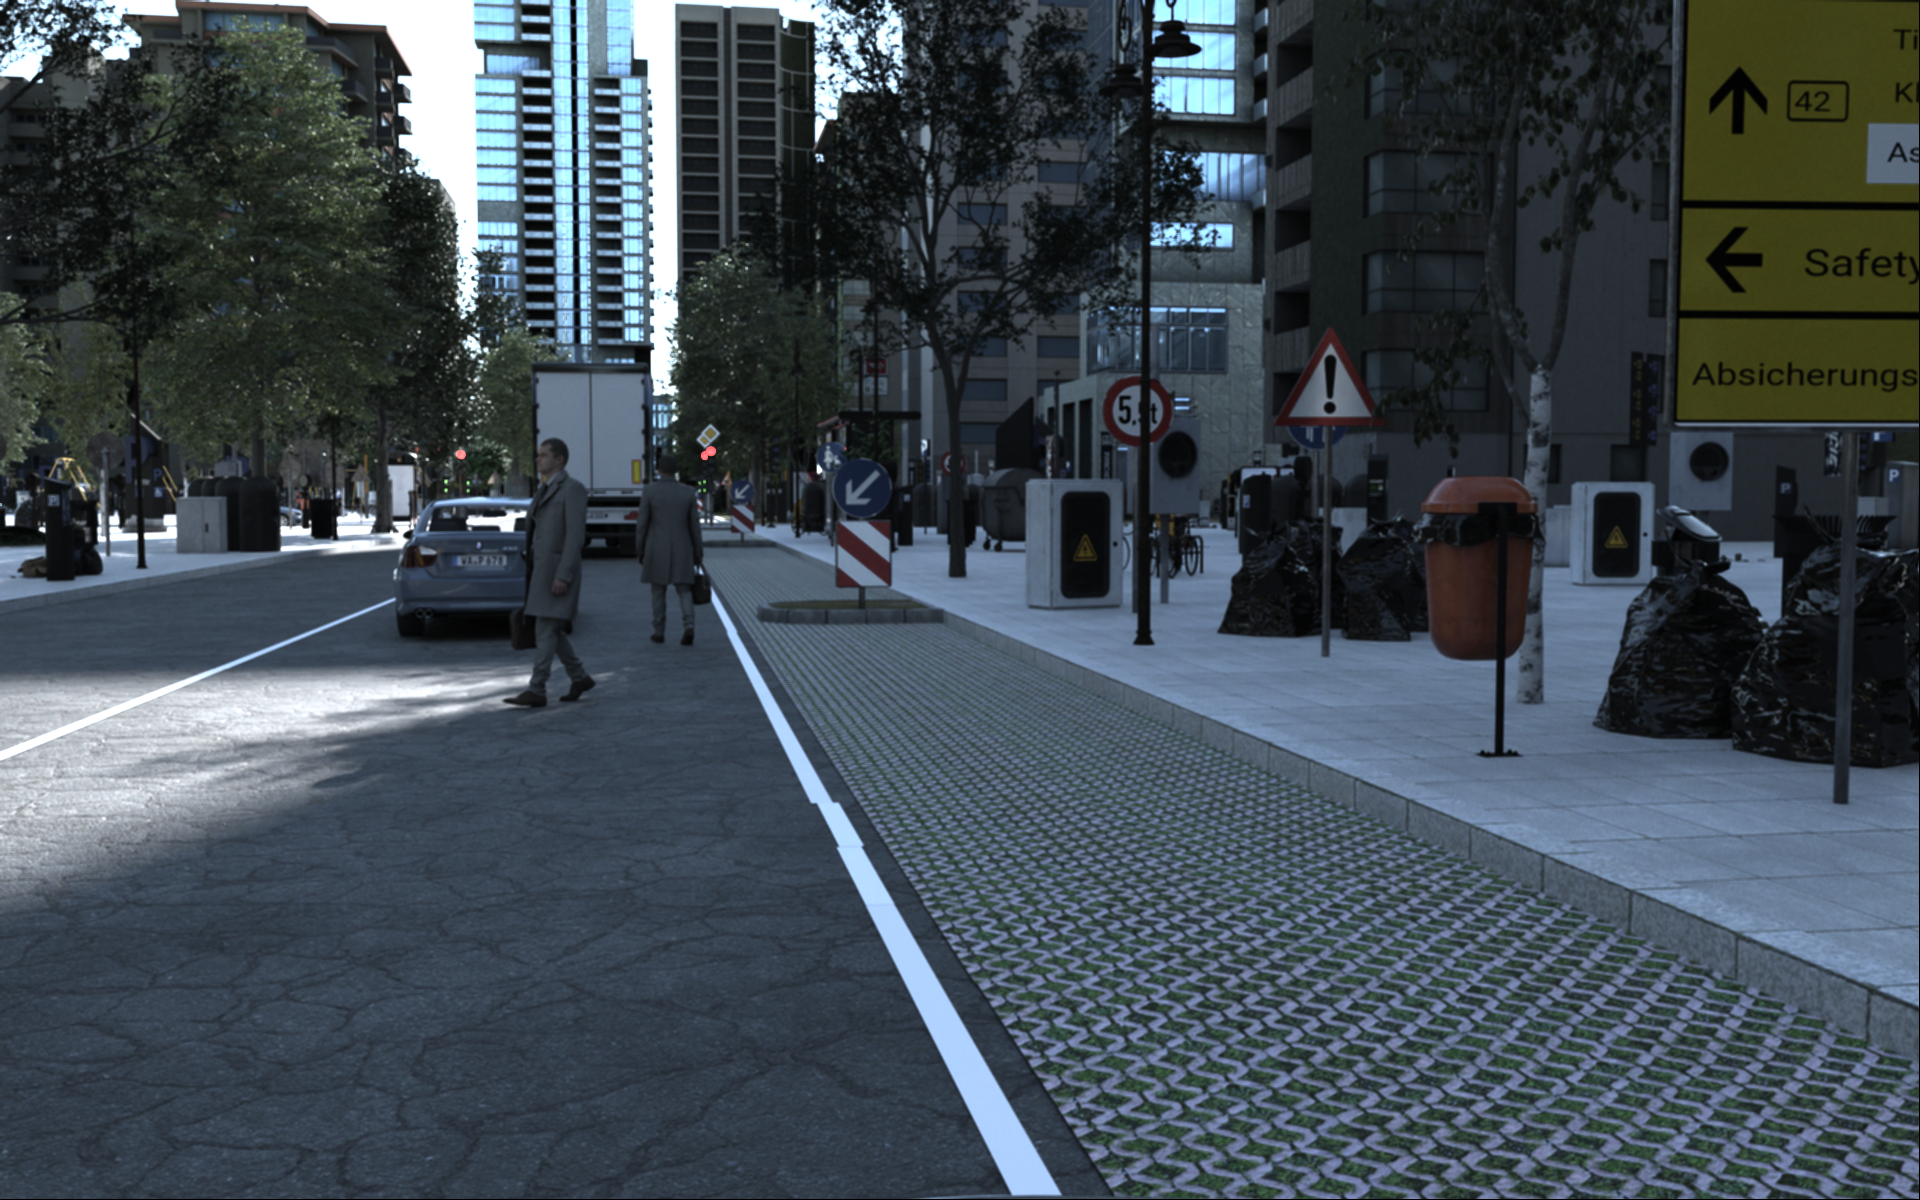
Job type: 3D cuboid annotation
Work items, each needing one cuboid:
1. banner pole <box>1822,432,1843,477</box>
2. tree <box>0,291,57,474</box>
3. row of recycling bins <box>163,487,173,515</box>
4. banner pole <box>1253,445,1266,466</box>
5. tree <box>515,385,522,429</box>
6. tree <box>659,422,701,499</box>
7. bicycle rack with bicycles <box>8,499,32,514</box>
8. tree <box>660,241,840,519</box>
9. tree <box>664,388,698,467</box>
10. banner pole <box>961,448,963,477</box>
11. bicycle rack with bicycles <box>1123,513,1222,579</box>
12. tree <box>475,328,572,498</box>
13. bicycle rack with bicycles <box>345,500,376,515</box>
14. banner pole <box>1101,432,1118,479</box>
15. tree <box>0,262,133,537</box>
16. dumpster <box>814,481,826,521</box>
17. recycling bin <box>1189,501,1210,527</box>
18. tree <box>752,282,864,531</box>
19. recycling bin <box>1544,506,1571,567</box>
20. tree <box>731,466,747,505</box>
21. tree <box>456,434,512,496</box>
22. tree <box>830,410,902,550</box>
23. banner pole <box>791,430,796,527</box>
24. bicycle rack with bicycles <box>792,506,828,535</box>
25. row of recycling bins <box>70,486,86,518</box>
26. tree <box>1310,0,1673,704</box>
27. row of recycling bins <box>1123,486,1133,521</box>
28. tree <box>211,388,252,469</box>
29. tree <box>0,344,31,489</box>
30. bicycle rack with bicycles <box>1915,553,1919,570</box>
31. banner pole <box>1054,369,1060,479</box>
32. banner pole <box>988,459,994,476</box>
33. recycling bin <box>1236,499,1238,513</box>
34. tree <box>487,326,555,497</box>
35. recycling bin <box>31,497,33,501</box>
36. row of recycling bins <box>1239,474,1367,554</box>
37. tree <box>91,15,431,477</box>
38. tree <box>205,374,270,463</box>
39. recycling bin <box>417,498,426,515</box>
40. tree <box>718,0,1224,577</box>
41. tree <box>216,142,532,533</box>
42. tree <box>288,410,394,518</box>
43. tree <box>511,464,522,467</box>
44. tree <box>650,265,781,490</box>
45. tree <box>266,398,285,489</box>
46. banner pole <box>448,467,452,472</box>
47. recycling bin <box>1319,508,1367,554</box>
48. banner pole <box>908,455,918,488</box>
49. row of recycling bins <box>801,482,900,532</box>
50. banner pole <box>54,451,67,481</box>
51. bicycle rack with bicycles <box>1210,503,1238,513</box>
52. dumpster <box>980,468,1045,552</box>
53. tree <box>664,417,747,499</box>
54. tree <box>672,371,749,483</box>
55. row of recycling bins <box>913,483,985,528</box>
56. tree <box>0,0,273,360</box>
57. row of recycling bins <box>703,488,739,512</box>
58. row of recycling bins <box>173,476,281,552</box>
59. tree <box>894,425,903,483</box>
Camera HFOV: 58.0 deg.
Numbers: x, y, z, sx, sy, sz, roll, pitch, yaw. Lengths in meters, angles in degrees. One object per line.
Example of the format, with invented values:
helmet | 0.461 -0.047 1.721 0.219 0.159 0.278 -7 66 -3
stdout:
banner pole | 15.450 -2.472 30.434 0.401 3.779 0.863 -1 4 -10
tree | -49.641 -10.325 86.939 7.486 12.596 7.792 0 3 0
row of recycling bins | -49.414 -6.105 106.927 1.069 1.692 3.534 1 4 19
banner pole | 15.414 -6.054 89.006 0.863 3.779 0.401 -1 4 -19
tree | -36.679 -15.018 155.914 12.009 13.543 11.850 0 3 0
tree | -32.780 -18.817 218.029 12.009 13.543 11.850 0 3 0
bicycle rack with bicycles | -62.653 -6.206 114.854 2.925 0.926 2.852 1 4 8
tree | -10.228 -11.043 87.204 9.857 13.997 8.962 0 3 0
tree | -24.652 -14.769 167.232 9.928 11.665 9.643 0 3 0
banner pole | 0.071 -6.362 94.032 0.401 3.779 0.863 -1 4 -9
bicycle rack with bicycles | 2.907 -0.881 27.788 2.852 0.926 2.925 2 4 31
tree | -33.391 -13.803 132.338 9.857 13.997 8.962 0 3 0
bicycle rack with bicycles | -36.163 -5.620 105.273 2.852 0.926 2.925 2 4 34
banner pole | 5.335 -4.359 61.292 0.863 3.779 0.401 -1 4 -22
tree | -25.972 -6.202 51.769 4.737 8.622 4.395 0 3 0
dumpster | -6.397 -4.413 77.908 1.264 1.857 1.865 -1 4 -10
recycling bin | 9.288 -3.353 67.373 0.722 1.027 0.722 0 4 -5
tree | -5.348 -6.680 59.580 4.737 8.622 4.395 0 3 0
recycling bin | 10.703 -1.105 30.616 0.722 1.027 0.722 2 4 25
tree | -14.092 -7.006 109.148 1.663 3.219 1.824 0 3 0
tree | -26.140 -6.808 95.022 4.285 4.588 4.351 0 3 0
tree | -1.912 -2.765 39.806 1.663 3.219 1.824 0 3 0
banner pole | -6.328 -4.714 67.097 0.401 3.779 0.863 -1 4 -13
bicycle rack with bicycles | -3.465 -2.501 54.273 2.925 0.926 2.852 3 5 40
row of recycling bins | -48.764 -5.336 94.358 3.534 1.692 1.069 3 5 39
tree | 3.694 -3.681 10.555 4.360 8.622 3.978 0 3 0
row of recycling bins | 7.333 -4.674 83.531 1.069 1.692 3.534 2 4 29
tree | -35.049 -7.855 78.793 4.737 8.622 4.395 0 3 0
tree | -44.216 -7.848 78.682 4.360 8.622 3.978 0 3 0
bicycle rack with bicycles | 12.848 -0.415 20.162 2.852 0.926 2.925 1 4 10
banner pole | 1.936 -2.751 34.999 0.401 3.779 0.863 0 4 -2
banner pole | 2.099 -7.252 108.585 0.863 3.779 0.401 2 4 32
recycling bin | 12.893 -4.254 82.100 0.722 1.027 0.722 2 4 23
tree | -30.216 -12.167 117.058 7.486 12.596 7.792 0 3 0
recycling bin | -70.117 -7.223 130.649 0.722 1.027 0.722 -1 4 -11
row of recycling bins | 7.305 -1.788 36.343 1.069 1.692 3.534 -3 5 -42
tree | -16.685 -7.548 41.533 7.486 12.596 7.792 0 3 0
tree | -42.439 -9.272 101.959 4.360 8.622 3.978 0 3 0
recycling bin | -32.911 -5.684 105.482 0.722 1.027 0.722 -1 4 -10
tree | 0.113 -5.649 26.776 8.767 10.594 7.601 1 4 21
tree | -18.961 -8.538 56.610 9.611 12.733 9.660 0 3 0
tree | -32.899 -8.673 92.171 4.737 8.622 4.395 0 3 0
tree | -34.856 -12.784 143.425 7.601 10.594 8.767 1 4 10
tree | -19.481 -17.477 141.633 12.611 20.169 13.585 0 3 0
tree | -45.490 -9.772 110.134 4.737 8.622 4.395 0 3 0
banner pole | -31.820 -7.222 108.101 0.401 3.779 0.863 -3 4 -37
recycling bin | 7.068 -1.180 31.846 0.722 1.027 0.722 -2 4 -28
banner pole | -2.973 -7.451 111.841 0.863 3.779 0.401 -1 4 -21
row of recycling bins | -3.660 -3.139 58.439 3.534 1.692 1.069 1 4 12
banner pole | -52.313 -6.785 100.943 0.401 3.779 0.863 3 5 43
bicycle rack with bicycles | 11.317 -3.507 70.722 2.852 0.926 2.925 -1 4 -10
dumpster | 1.235 -2.036 39.050 1.264 1.857 1.865 -1 4 -10
tree | -27.727 -16.537 187.380 9.611 12.733 9.660 0 3 0
tree | -22.571 -14.665 157.895 7.486 12.596 7.792 0 3 0
row of recycling bins | -0.415 -3.753 68.478 1.069 1.692 3.534 3 5 44
tree | -13.621 -5.402 22.738 7.601 10.594 8.767 1 4 12
row of recycling bins | -19.224 -8.362 143.827 3.534 1.692 1.069 -2 4 -27
row of recycling bins | -16.585 -1.978 39.448 3.534 1.692 1.069 3 5 44
tree | -5.939 -12.329 151.937 4.737 8.622 4.395 0 3 0
